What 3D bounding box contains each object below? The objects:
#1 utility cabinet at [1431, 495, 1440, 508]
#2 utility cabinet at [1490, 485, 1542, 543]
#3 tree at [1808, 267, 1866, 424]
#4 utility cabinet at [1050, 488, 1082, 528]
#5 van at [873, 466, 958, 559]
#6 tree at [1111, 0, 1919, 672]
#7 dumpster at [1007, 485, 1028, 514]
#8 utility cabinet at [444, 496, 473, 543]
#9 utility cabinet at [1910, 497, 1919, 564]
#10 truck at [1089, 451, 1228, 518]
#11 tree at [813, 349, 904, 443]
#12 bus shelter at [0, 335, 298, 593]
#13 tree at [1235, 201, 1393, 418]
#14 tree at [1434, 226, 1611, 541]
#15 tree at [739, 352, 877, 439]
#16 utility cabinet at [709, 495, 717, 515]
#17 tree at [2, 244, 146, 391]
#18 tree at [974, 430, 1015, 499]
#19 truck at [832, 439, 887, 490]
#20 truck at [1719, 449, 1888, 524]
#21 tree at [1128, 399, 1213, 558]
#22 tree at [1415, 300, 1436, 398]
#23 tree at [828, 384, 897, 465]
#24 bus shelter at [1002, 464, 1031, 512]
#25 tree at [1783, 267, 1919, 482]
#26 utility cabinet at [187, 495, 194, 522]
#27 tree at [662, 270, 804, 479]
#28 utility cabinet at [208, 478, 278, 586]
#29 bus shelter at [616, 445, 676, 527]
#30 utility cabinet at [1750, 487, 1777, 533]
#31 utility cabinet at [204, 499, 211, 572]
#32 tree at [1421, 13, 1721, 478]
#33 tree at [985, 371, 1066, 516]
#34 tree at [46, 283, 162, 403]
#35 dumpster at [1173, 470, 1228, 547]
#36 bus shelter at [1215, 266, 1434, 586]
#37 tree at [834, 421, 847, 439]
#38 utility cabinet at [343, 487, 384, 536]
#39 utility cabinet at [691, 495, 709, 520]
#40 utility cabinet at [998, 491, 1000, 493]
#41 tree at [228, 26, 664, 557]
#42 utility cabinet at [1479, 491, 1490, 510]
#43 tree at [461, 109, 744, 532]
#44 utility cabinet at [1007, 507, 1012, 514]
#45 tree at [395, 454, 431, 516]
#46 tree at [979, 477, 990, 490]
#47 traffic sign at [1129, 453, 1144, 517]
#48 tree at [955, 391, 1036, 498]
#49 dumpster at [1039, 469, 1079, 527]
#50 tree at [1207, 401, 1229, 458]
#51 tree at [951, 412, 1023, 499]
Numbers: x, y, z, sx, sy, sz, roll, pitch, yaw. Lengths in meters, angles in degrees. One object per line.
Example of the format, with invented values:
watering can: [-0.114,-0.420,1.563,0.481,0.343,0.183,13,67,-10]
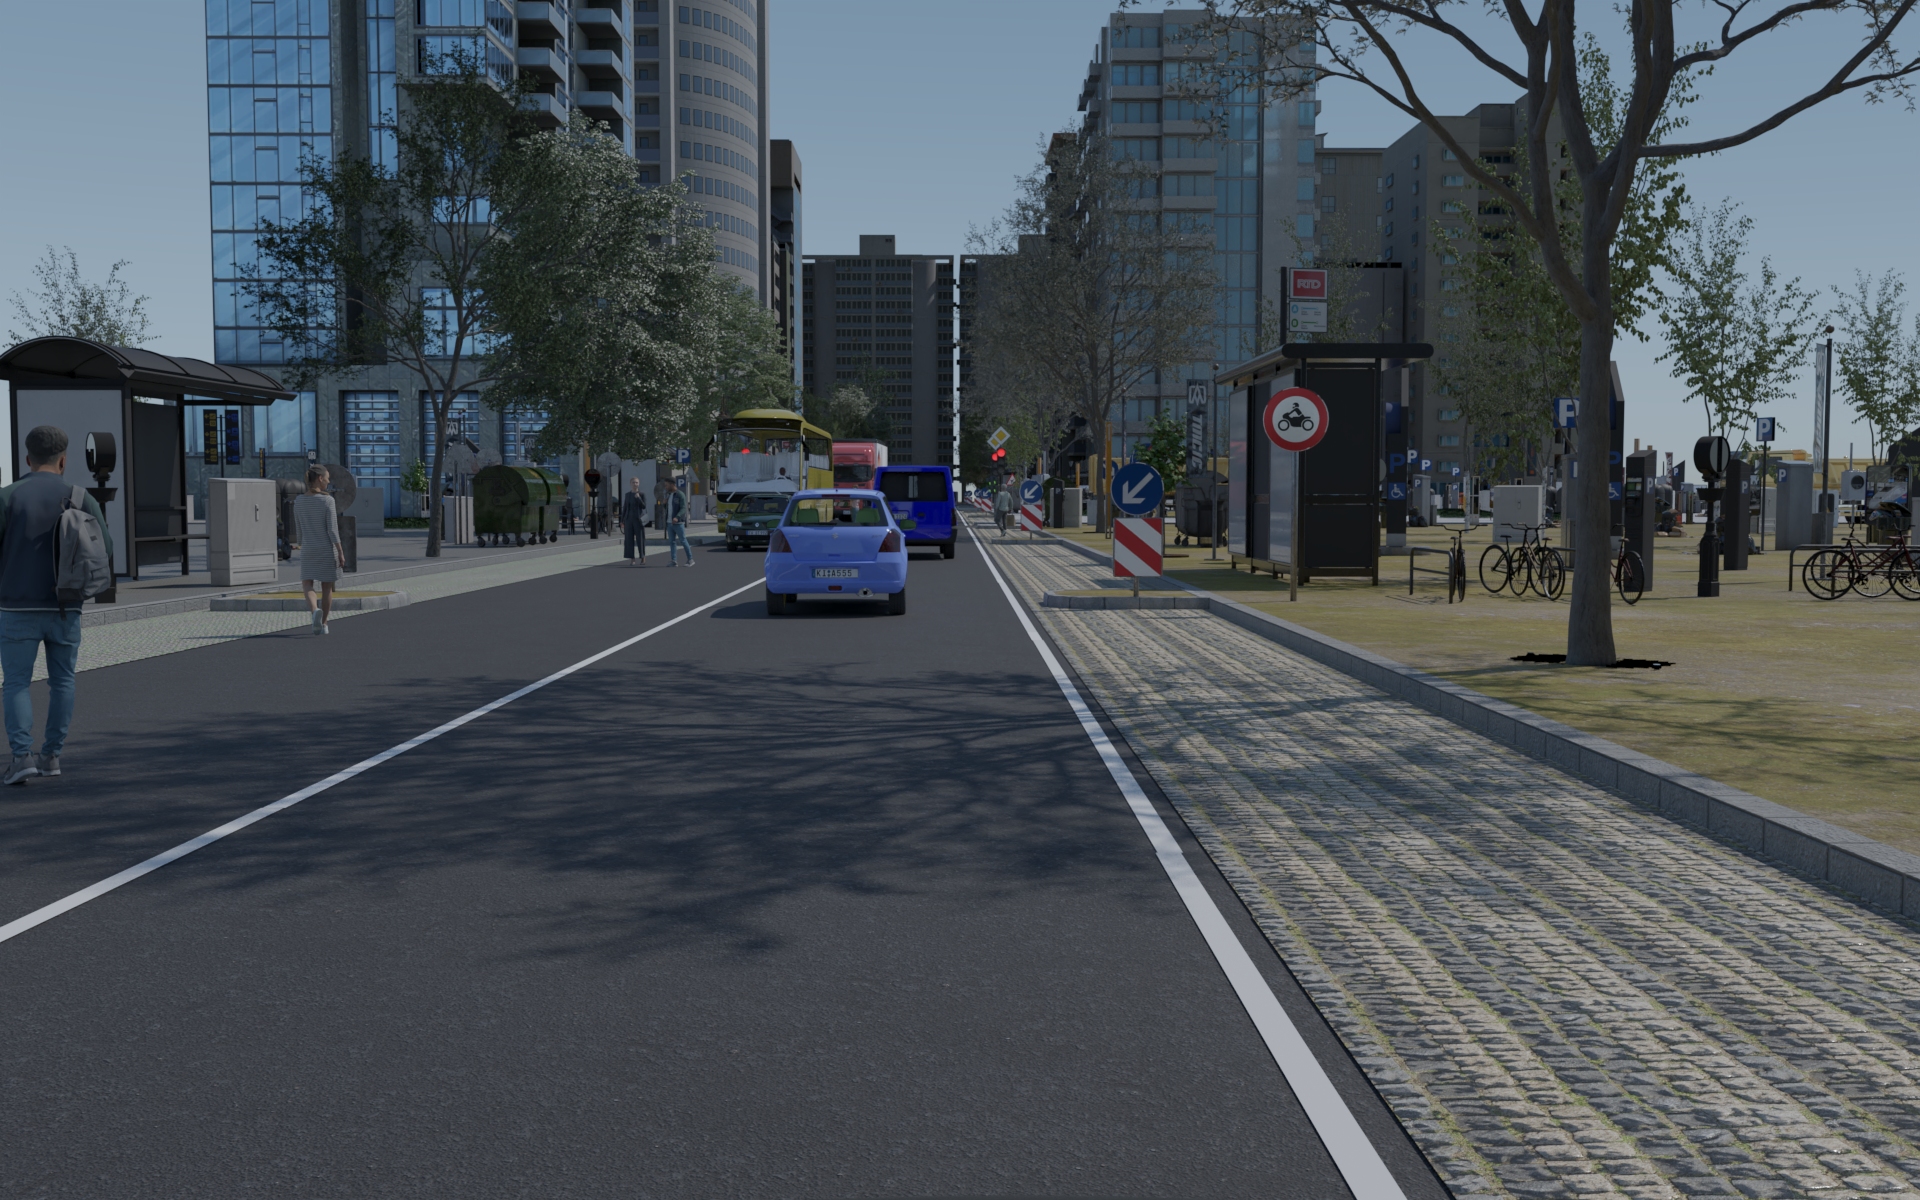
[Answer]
utility cabinet: [32.610,-6.584,118.814,0.306,1.237,1.020,3,4,37]
utility cabinet: [14.392,-2.205,44.738,1.173,1.500,0.318,3,4,37]
tree: [18.893,-5.651,42.752,4.737,8.622,4.395,0,3,0]
utility cabinet: [3.984,-3.454,65.152,1.173,1.500,0.318,1,4,23]
van: [-1.104,-2.175,39.945,2.240,2.365,5.245,0,4,-2]
tree: [4.653,-6.251,12.568,12.009,13.543,11.850,0,3,0]
dumpster: [3.675,-6.474,111.614,1.264,1.857,1.865,0,4,0]
utility cabinet: [-13.256,-2.121,45.848,0.306,1.237,1.020,1,4,13]
utility cabinet: [17.996,-1.255,31.675,0.306,1.237,1.020,-3,5,-43]
truck: [10.546,-4.852,75.255,9.791,3.379,3.469,0,4,2]
tree: [-13.492,-22.807,228.789,12.611,20.169,13.585,0,3,0]
bus shelter: [-11.530,-1.894,24.886,2.014,3.302,5.546,0,4,0]
tree: [9.093,-5.753,44.426,4.360,8.622,3.978,0,3,0]
tree: [16.025,-5.962,47.836,4.360,8.622,3.978,0,3,0]
tree: [-11.336,-10.852,111.849,8.767,10.594,7.601,-3,5,-42]
utility cabinet: [-14.985,-5.840,106.642,1.020,1.237,0.306,1,4,14]
tree: [-25.738,-6.148,50.885,4.360,8.622,3.978,0,3,0]
tree: [3.571,-15.256,199.802,4.360,8.622,3.978,0,3,0]
truck: [-5.358,-6.185,90.037,2.839,4.237,11.283,0,4,1]
truck: [37.716,-4.905,76.119,9.791,3.379,3.469,0,3,0]
tree: [4.288,-2.481,35.166,1.663,3.219,1.824,0,3,0]
tree: [16.719,-6.463,56.026,4.360,8.622,3.978,0,3,0]
tree: [-11.751,-17.941,199.998,9.857,13.997,8.962,0,3,0]
bus shelter: [3.724,-7.622,118.535,2.014,3.302,5.546,0,4,0]
tree: [29.915,-6.458,55.953,4.737,8.622,4.395,0,3,0]
utility cabinet: [-35.922,-4.220,80.162,0.306,1.237,1.020,1,4,11]
tree: [-11.724,-10.406,88.266,7.486,12.596,7.792,0,3,0]
utility cabinet: [-10.099,-0.964,24.448,0.318,1.500,1.173,1,4,10]
bus shelter: [-12.422,-4.601,69.153,2.014,3.302,5.546,0,4,0]
utility cabinet: [26.283,-2.933,56.636,1.173,1.500,0.318,-3,5,-39]
utility cabinet: [-12.345,-1.097,29.101,0.306,1.237,1.020,0,4,-2]
tree: [9.449,-4.645,26.306,4.737,8.622,4.395,0,3,0]
tree: [3.762,-9.144,99.863,4.737,8.622,4.395,0,3,0]
tree: [-29.467,-6.711,60.088,4.737,8.622,4.395,0,3,0]
dumpster: [5.997,-2.271,42.894,1.264,1.857,1.865,0,4,0]
bus shelter: [5.491,-3.100,28.319,2.179,5.291,8.768,0,4,0]
tree: [-13.003,-13.611,172.906,4.737,8.622,4.395,0,3,0]
utility cabinet: [-18.204,-2.702,52.849,1.173,1.500,0.318,-1,4,-20]
utility cabinet: [-12.969,-4.568,85.849,0.306,1.237,1.020,1,4,19]
utility cabinet: [3.392,-7.272,127.577,1.173,1.500,0.318,-1,4,-11]
tree: [-10.481,-6.140,34.799,7.601,10.594,8.767,2,4,35]
utility cabinet: [33.039,-6.069,107.911,1.173,1.500,0.318,-1,4,-12]
tree: [-11.935,-9.252,57.928,9.857,13.997,8.962,0,3,0]
utility cabinet: [3.192,-6.316,114.425,0.306,1.237,1.020,-1,4,-23]
tree: [-25.720,-5.367,82.357,1.663,3.219,1.824,0,3,0]
tree: [2.818,-12.018,191.099,1.663,3.219,1.824,0,3,0]
traffic sign: [5.081,-2.940,48.181,0.768,2.556,0.104,0,4,6]
tree: [3.023,-13.043,147.668,7.601,10.594,8.767,0,3,0]
dumpster: [3.822,-3.980,67.573,1.502,2.255,1.985,0,4,0]
tree: [20.387,-11.203,133.538,4.360,8.622,3.978,0,3,0]
tree: [3.263,-18.735,223.328,9.611,12.733,9.660,0,3,0]
